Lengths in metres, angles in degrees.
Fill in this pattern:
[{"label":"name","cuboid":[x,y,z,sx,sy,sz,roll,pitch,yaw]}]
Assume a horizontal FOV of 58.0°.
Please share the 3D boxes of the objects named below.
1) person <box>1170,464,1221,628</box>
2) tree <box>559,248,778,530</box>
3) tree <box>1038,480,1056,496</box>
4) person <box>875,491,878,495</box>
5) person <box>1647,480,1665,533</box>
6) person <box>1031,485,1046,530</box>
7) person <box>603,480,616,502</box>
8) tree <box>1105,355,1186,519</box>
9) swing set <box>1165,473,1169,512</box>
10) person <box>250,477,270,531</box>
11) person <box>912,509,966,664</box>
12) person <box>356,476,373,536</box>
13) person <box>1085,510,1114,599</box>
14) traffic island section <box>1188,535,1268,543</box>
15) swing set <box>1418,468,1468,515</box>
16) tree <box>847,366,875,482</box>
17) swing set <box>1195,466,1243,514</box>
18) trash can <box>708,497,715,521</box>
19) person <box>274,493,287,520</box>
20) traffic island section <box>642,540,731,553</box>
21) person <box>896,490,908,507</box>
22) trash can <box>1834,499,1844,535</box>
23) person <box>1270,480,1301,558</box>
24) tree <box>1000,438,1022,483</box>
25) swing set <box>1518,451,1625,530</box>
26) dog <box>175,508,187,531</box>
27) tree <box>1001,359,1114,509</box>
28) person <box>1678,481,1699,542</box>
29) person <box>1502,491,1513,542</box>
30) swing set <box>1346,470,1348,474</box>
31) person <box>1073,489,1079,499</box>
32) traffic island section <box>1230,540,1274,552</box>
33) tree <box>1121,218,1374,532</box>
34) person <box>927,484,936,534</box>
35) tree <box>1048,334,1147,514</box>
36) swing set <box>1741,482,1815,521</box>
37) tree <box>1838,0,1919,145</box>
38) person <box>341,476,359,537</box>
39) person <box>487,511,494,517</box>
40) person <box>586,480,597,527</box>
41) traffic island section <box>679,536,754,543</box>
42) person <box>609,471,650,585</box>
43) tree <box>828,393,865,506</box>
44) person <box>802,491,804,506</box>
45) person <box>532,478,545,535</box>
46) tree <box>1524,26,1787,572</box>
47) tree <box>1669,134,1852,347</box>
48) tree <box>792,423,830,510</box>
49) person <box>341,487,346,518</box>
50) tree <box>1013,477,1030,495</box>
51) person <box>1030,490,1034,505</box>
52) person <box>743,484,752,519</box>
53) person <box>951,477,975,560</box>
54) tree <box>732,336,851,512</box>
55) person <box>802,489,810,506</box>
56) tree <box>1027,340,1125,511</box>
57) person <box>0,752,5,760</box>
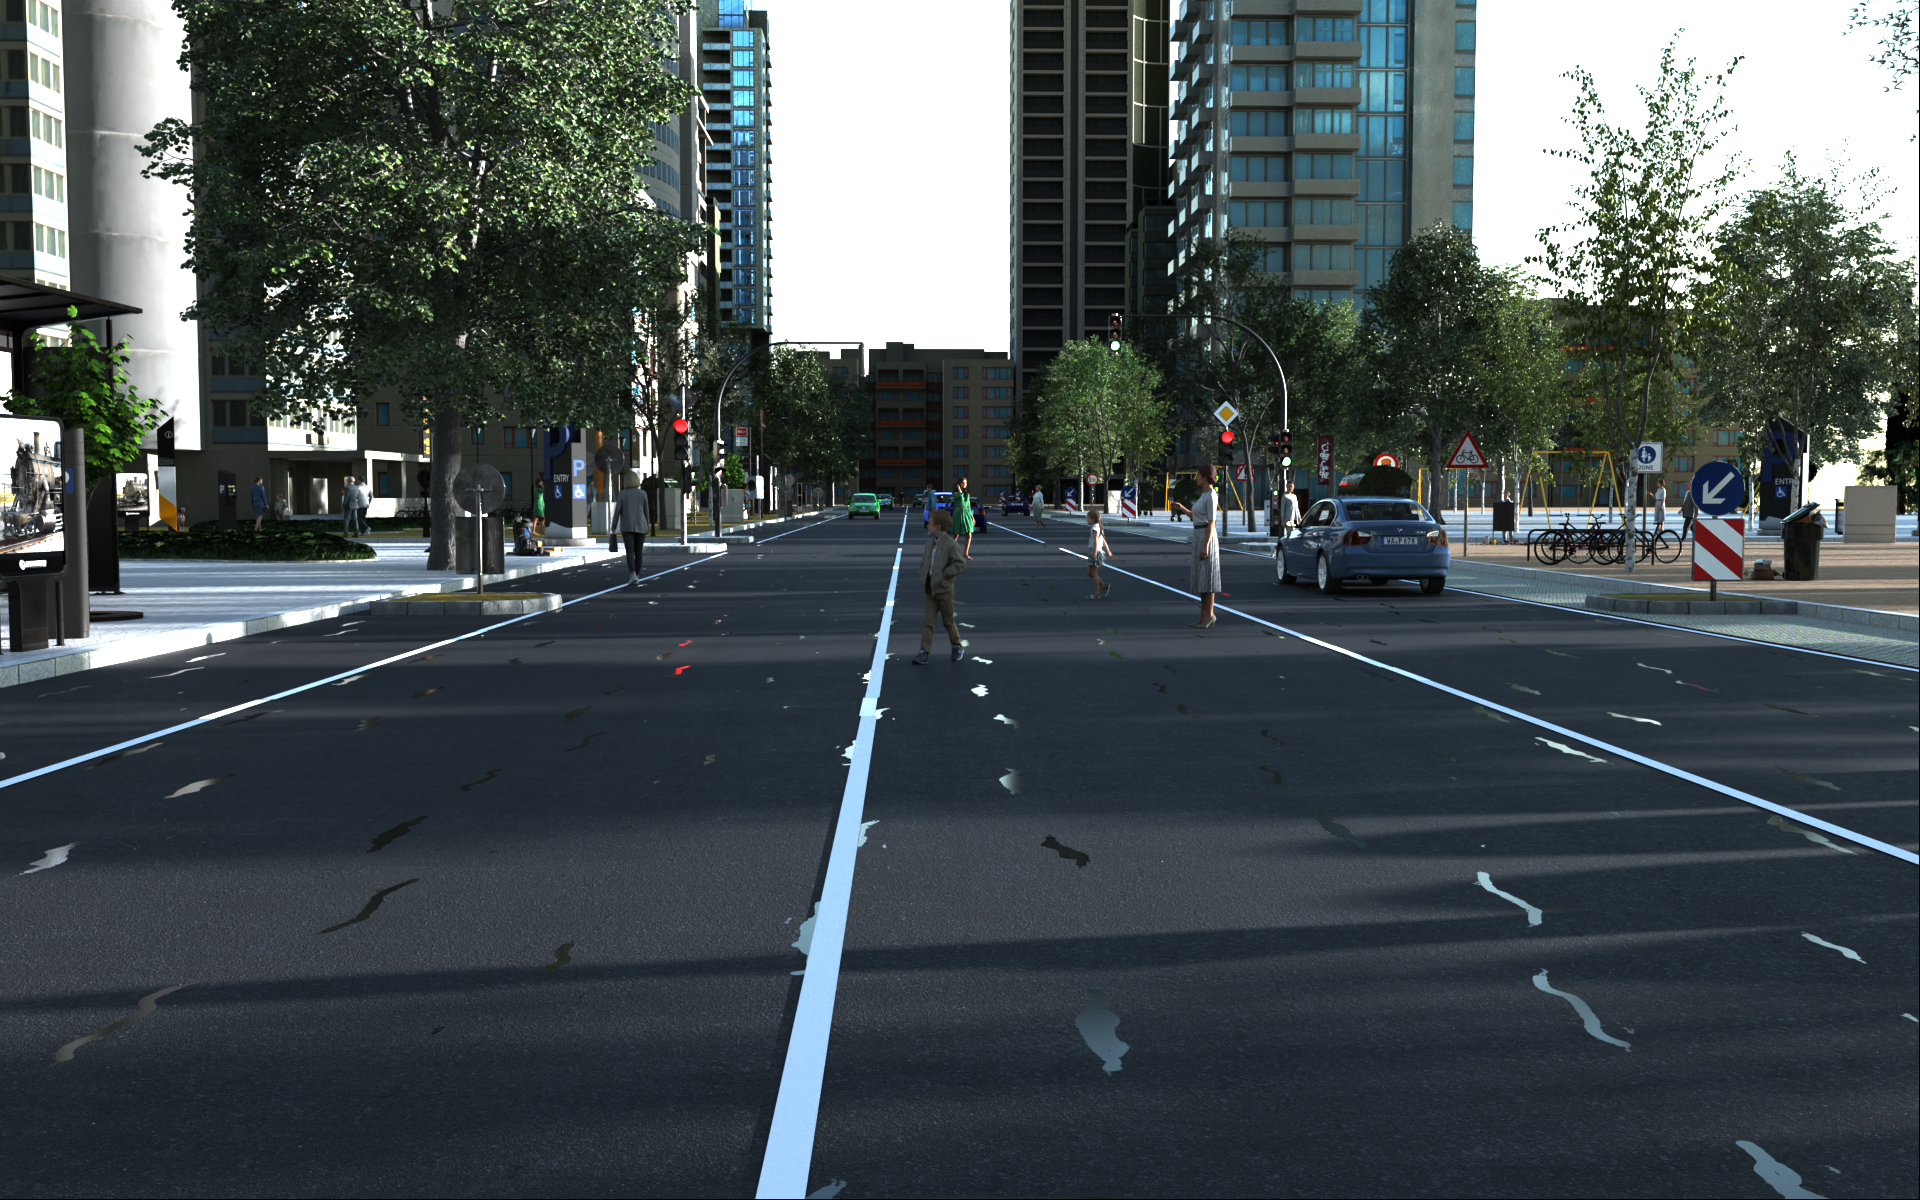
[{"label":"person","cuboid":[2.540,-0.582,18.586,0.524,1.755,0.480,0,4,-6]},{"label":"tree","cuboid":[-10.517,-7.783,61.667,8.767,10.594,7.601,0,4,2]},{"label":"tree","cuboid":[8.151,-9.904,156.538,1.663,3.219,1.824,0,3,0]},{"label":"person","cuboid":[-7.829,-9.411,163.285,0.541,1.710,0.530,-1,4,-12]},{"label":"person","cuboid":[23.059,-3.099,57.273,0.524,1.755,0.480,-1,4,-8]},{"label":"person","cuboid":[3.192,-3.731,69.722,0.641,1.798,0.478,-1,4,-23]},{"label":"person","cuboid":[-12.661,-3.426,62.246,0.709,1.800,0.728,3,4,37]},{"label":"tree","cuboid":[9.312,-8.523,89.717,4.737,8.622,4.395,0,3,0]},{"label":"swing set","cuboid":[16.432,-7.885,126.546,3.119,2.851,2.862,0,4,2]},{"label":"person","cuboid":[-21.961,-2.941,54.146,0.581,1.822,0.654,1,4,22]},{"label":"person","cuboid":[-0.155,-0.118,14.709,0.475,1.303,0.640,2,4,31]},{"label":"person","cuboid":[-18.230,-2.882,53.012,0.795,1.843,0.661,2,4,33]},{"label":"person","cuboid":[1.899,-0.618,23.616,0.382,1.210,0.505,1,4,8]},{"label":"traffic island section","cuboid":[8.000,-1.829,52.191,2.009,0.180,2.903,0,4,-2]},{"label":"swing set","cuboid":[29.395,-6.619,105.840,3.119,2.851,2.862,1,4,18]},{"label":"tree","cuboid":[-13.088,-16.159,170.858,9.857,13.997,8.962,0,3,0]},{"label":"swing set","cuboid":[14.158,-6.081,97.051,2.862,2.851,3.119,-1,4,-17]},{"label":"trash can","cuboid":[-11.896,-4.436,84.183,0.748,1.137,0.748,0,3,0]},{"label":"person","cuboid":[-23.877,-3.093,60.885,0.475,1.303,0.640,0,4,-1]},{"label":"traffic island section","cuboid":[-7.004,-1.315,43.775,2.009,0.180,2.903,0,4,-2]},{"label":"person","cuboid":[-6.710,-11.693,199.304,1.348,1.869,0.705,1,4,15]},{"label":"trash can","cuboid":[27.965,-2.631,54.664,0.748,1.137,0.748,0,3,0]},{"label":"person","cuboid":[7.182,-1.758,37.987,0.760,1.731,0.466,1,4,17]},{"label":"tree","cuboid":[6.716,-15.041,196.284,4.737,8.622,4.395,0,3,0]},{"label":"swing set","cuboid":[22.305,-4.038,63.638,3.119,2.851,2.862,0,4,-7]},{"label":"dog","cuboid":[-26.241,-2.679,58.180,0.513,0.831,0.800,-2,4,-25]},{"label":"tree","cuboid":[8.230,-14.002,145.935,9.611,12.733,9.660,0,3,0]},{"label":"person","cuboid":[19.656,-2.320,46.828,0.834,1.777,0.661,0,4,-4]},{"label":"person","cuboid":[14.699,-2.162,46.444,0.503,1.515,0.523,-1,4,-19]},{"label":"swing set","cuboid":[29.657,-7.773,124.712,2.862,2.851,3.119,-2,4,-25]},{"label":"person","cuboid":[12.061,-10.757,181.887,1.348,1.831,0.705,3,5,41]},{"label":"traffic island section","cuboid":[8.231,-1.341,44.209,2.009,0.180,2.903,0,4,-2]},{"label":"tree","cuboid":[9.761,-7.571,58.204,8.767,10.594,7.601,-1,4,-13]},{"label":"person","cuboid":[-0.992,-3.273,62.363,0.444,1.785,0.601,1,4,18]},{"label":"tree","cuboid":[9.530,-11.374,111.726,9.928,11.665,9.643,0,3,0]},{"label":"swing set","cuboid":[36.738,-4.888,77.538,2.862,2.851,3.119,2,4,35]},{"label":"tree","cuboid":[11.200,-6.283,13.095,12.009,13.543,11.850,0,3,0]},{"label":"person","cuboid":[-18.128,-2.760,51.346,0.590,1.801,0.661,1,4,20]},{"label":"person","cuboid":[-24.864,-5.185,91.039,0.699,1.804,1.509,1,4,14]},{"label":"person","cuboid":[-14.266,-3.713,66.852,0.635,1.810,0.391,-2,4,-32]},{"label":"traffic island section","cuboid":[-7.235,-1.803,51.756,2.009,0.180,2.903,0,4,-2]},{"label":"person","cuboid":[-5.253,-1.146,27.416,0.709,1.800,0.728,-1,4,-20]},{"label":"tree","cuboid":[-14.008,-16.469,187.402,7.486,12.596,7.792,0,3,0]},{"label":"person","cuboid":[-17.404,-11.443,193.001,0.709,1.838,0.599,1,4,14]},{"label":"person","cuboid":[-13.140,-2.919,54.023,0.529,1.795,0.600,-2,4,-24]},{"label":"tree","cuboid":[11.181,-4.775,28.430,4.737,8.622,4.395,0,3,0]},{"label":"tree","cuboid":[17.252,-5.237,35.995,4.360,8.622,3.978,0,3,0]},{"label":"tree","cuboid":[-13.273,-12.094,148.096,4.360,8.622,3.978,0,3,0]},{"label":"person","cuboid":[-21.156,-3.125,59.737,0.503,1.515,0.523,1,4,15]},{"label":"tree","cuboid":[6.456,-11.220,178.053,1.663,3.219,1.824,0,3,0]},{"label":"person","cuboid":[8.322,-11.711,198.233,0.721,1.735,1.217,-2,4,-34]},{"label":"person","cuboid":[-10.806,-4.953,87.120,0.778,1.811,0.616,0,4,-5]},{"label":"person","cuboid":[0.025,-1.747,37.310,0.529,1.795,0.600,3,5,40]},{"label":"tree","cuboid":[-12.366,-12.778,125.920,9.611,12.733,9.660,0,3,0]},{"label":"person","cuboid":[-16.617,-10.948,184.984,1.348,1.831,0.705,-2,4,-33]},{"label":"tree","cuboid":[8.628,-12.837,128.004,7.486,12.596,7.792,0,3,0]},{"label":"person","cuboid":[-5.441,-0.028,9.139,0.537,1.800,0.526,0,4,5]}]
